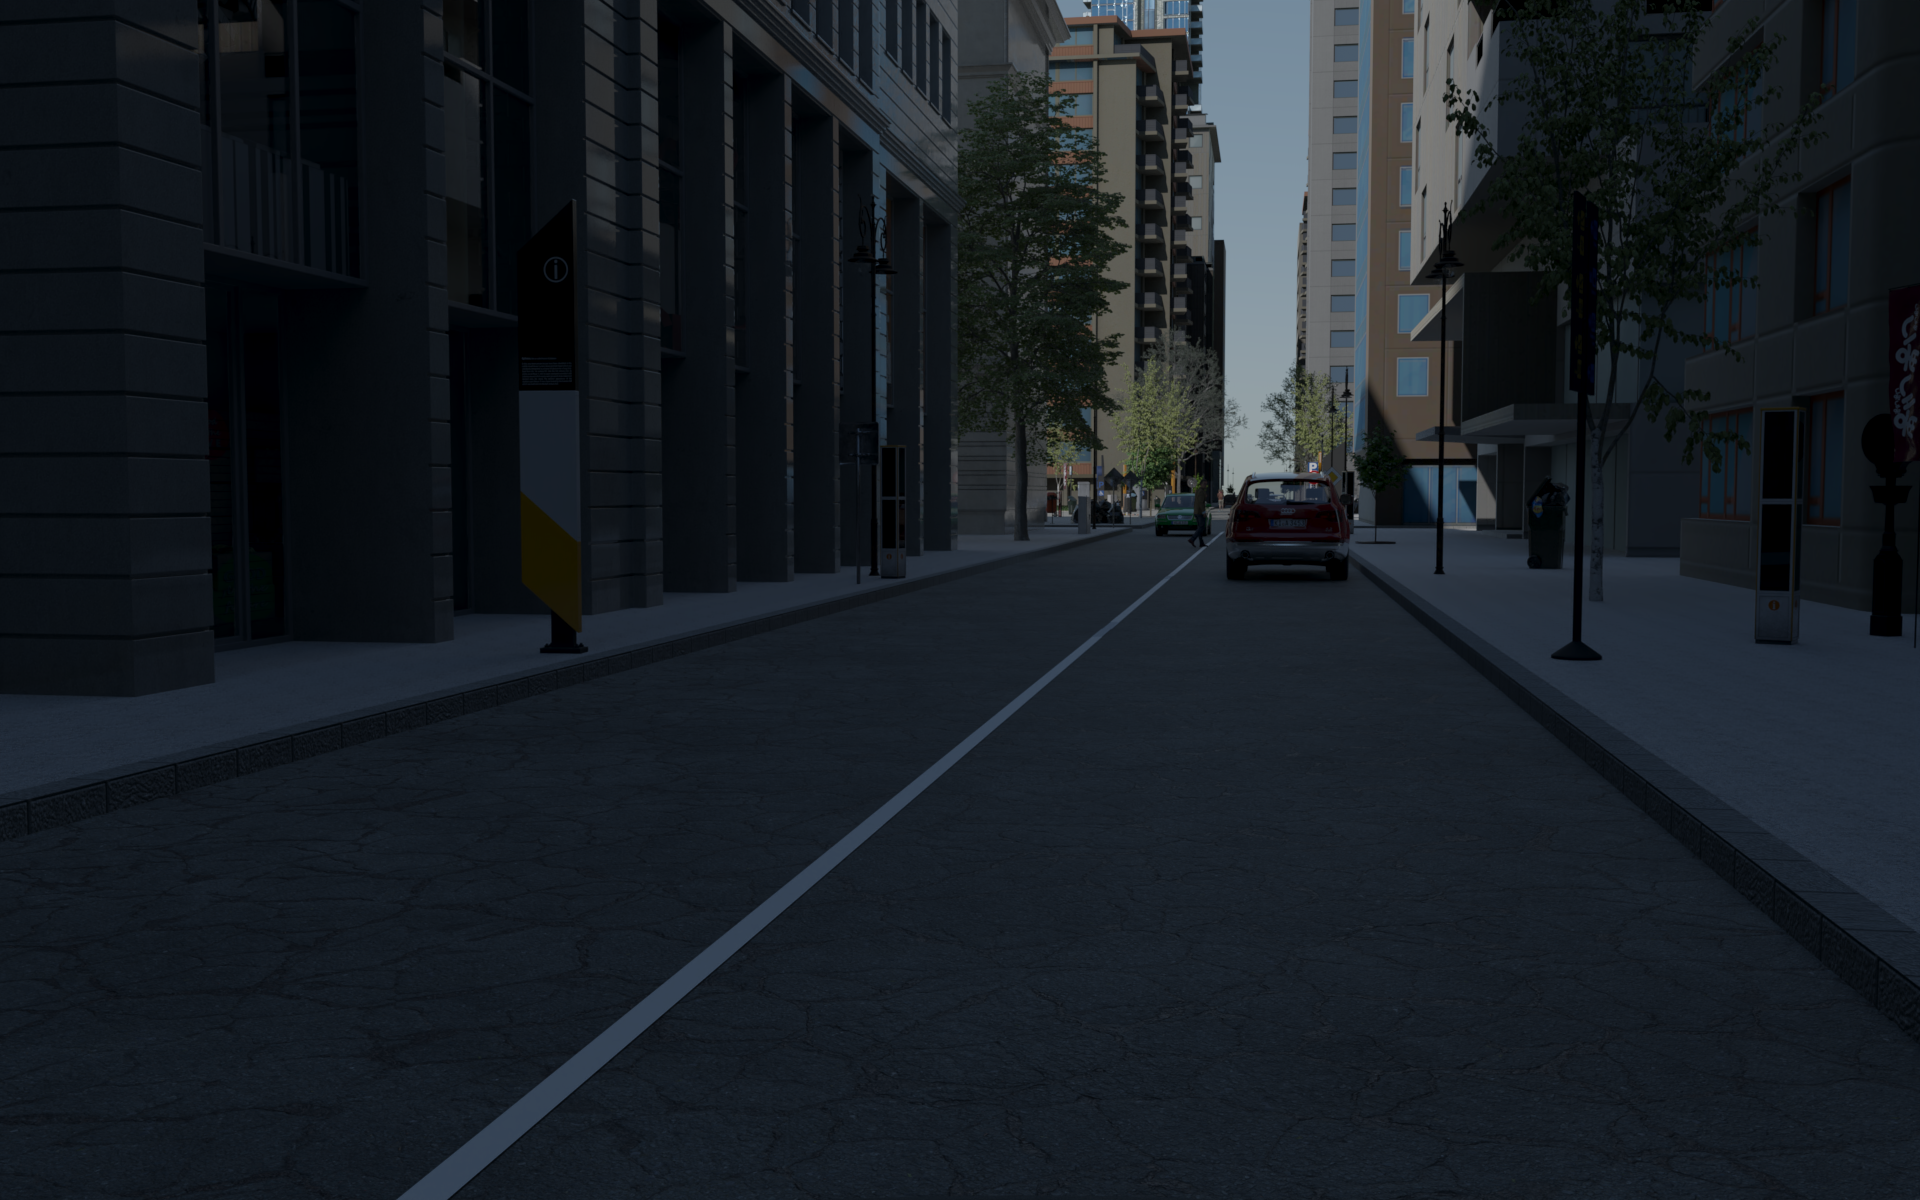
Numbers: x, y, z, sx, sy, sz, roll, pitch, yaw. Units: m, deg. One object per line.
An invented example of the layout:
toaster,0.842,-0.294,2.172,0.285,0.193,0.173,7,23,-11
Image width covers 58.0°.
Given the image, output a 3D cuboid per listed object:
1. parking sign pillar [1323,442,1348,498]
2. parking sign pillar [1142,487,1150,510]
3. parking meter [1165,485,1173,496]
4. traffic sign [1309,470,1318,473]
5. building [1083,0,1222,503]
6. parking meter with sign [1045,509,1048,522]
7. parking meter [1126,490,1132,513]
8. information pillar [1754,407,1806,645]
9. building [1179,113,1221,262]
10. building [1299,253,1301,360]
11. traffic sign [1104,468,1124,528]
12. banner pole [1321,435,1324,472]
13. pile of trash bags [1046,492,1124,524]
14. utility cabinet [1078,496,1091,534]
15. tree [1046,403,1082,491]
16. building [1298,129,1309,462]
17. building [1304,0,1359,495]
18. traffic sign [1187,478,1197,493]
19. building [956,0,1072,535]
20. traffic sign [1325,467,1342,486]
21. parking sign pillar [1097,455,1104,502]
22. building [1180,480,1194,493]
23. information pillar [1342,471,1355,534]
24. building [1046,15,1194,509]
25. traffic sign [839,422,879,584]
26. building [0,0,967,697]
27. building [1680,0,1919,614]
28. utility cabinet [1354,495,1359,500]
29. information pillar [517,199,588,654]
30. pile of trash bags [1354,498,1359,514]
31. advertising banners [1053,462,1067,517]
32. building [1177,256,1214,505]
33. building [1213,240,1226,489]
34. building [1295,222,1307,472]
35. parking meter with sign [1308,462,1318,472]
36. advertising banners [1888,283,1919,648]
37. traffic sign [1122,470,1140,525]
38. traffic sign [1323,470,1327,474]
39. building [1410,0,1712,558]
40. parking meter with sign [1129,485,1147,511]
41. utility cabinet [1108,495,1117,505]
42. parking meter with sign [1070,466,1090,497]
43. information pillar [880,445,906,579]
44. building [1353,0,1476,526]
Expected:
parking sign pillar,19.413,-6.201,89.860,1.447,3.967,1.447,3,4,37
parking sign pillar,14.180,-9.016,135.878,1.447,3.967,1.447,3,5,42
parking meter,12.550,-6.015,104.053,0.399,1.863,0.255,-3,4,-36
traffic sign,18.900,-5.655,92.557,0.768,2.556,0.104,1,4,11
building,30.450,-58.742,273.096,22.319,86.520,31.000,1,4,10
parking meter with sign,3.594,-5.108,79.780,0.543,3.016,1.738,1,4,20
parking meter,11.348,-6.603,116.364,0.372,1.533,0.369,0,3,0
information pillar,7.016,-0.632,14.817,0.304,2.012,0.304,3,4,36
building,22.058,-40.156,245.787,28.713,52.752,27.495,1,4,10
building,59.064,-36.017,243.494,22.147,44.769,28.867,1,4,10
traffic sign,5.772,-3.753,65.003,0.795,2.450,0.064,1,4,10
banner pole,15.203,-5.057,72.694,0.401,3.779,0.863,1,4,8
pile of trash bags,5.326,-4.004,75.221,3.447,1.369,1.912,-1,4,-10
utility cabinet,4.024,-2.736,55.896,0.306,1.237,1.020,1,4,12
tree,7.990,-11.526,138.819,4.737,8.622,4.395,0,3,0
building,48.792,-32.614,187.864,22.147,44.769,28.867,1,4,10
building,42.687,-37.756,159.307,21.231,58.520,28.212,1,4,10
traffic sign,17.975,-8.195,134.088,0.768,2.556,0.104,1,4,11
building,-7.321,-13.710,60.319,21.152,22.565,11.583,1,4,10
traffic sign,13.639,-3.666,63.586,0.795,2.450,0.064,1,4,10
parking sign pillar,9.669,-7.980,118.937,1.447,3.967,1.447,0,4,2
building,10.028,-30.480,190.230,32.217,40.220,23.993,1,4,10
information pillar,12.431,-3.120,55.502,0.304,2.012,0.304,-1,4,-15
building,10.471,-31.099,163.099,22.147,44.769,28.867,1,4,10
traffic sign,-1.443,-1.375,24.611,0.606,2.300,0.079,1,4,18
building,-7.929,-15.165,25.435,11.434,29.767,29.804,1,4,10
building,22.454,-10.095,10.099,27.650,21.520,28.899,1,4,10
utility cabinet,28.270,-6.901,123.995,0.306,1.237,1.020,-1,4,-16
information pillar,-3.284,-1.380,13.911,0.504,3.616,0.183,0,4,8
pile of trash bags,25.367,-6.244,111.838,1.912,1.369,3.447,-1,4,-20
advertising banners,5.592,-6.158,96.864,0.090,3.025,2.074,-1,4,-18
building,23.206,-26.723,208.627,14.160,30.474,14.107,1,4,10
building,38.129,-39.498,295.903,14.600,45.320,14.200,1,4,10
building,67.086,-40.698,289.111,21.300,48.544,21.600,1,4,10
parking meter with sign,19.493,-6.094,95.896,0.543,3.016,1.738,1,4,9
advertising banners,7.994,-1.078,13.814,0.090,3.025,2.074,0,4,-4
traffic sign,7.173,-4.234,72.865,0.795,2.450,0.064,1,4,10
traffic sign,15.040,-4.147,71.448,0.795,2.450,0.064,1,4,10
building,26.830,-27.879,45.064,28.713,52.752,27.495,1,4,10
parking meter with sign,13.702,-8.406,133.693,0.543,3.016,1.738,-3,5,-45
utility cabinet,11.979,-7.643,136.130,0.306,1.237,1.020,2,4,34
parking meter with sign,7.756,-6.850,108.252,1.738,3.016,0.543,0,4,-7
information pillar,-1.014,-1.332,26.273,0.304,2.012,0.304,1,4,23
building,24.558,-25.922,73.940,14.200,45.320,14.600,1,4,10
